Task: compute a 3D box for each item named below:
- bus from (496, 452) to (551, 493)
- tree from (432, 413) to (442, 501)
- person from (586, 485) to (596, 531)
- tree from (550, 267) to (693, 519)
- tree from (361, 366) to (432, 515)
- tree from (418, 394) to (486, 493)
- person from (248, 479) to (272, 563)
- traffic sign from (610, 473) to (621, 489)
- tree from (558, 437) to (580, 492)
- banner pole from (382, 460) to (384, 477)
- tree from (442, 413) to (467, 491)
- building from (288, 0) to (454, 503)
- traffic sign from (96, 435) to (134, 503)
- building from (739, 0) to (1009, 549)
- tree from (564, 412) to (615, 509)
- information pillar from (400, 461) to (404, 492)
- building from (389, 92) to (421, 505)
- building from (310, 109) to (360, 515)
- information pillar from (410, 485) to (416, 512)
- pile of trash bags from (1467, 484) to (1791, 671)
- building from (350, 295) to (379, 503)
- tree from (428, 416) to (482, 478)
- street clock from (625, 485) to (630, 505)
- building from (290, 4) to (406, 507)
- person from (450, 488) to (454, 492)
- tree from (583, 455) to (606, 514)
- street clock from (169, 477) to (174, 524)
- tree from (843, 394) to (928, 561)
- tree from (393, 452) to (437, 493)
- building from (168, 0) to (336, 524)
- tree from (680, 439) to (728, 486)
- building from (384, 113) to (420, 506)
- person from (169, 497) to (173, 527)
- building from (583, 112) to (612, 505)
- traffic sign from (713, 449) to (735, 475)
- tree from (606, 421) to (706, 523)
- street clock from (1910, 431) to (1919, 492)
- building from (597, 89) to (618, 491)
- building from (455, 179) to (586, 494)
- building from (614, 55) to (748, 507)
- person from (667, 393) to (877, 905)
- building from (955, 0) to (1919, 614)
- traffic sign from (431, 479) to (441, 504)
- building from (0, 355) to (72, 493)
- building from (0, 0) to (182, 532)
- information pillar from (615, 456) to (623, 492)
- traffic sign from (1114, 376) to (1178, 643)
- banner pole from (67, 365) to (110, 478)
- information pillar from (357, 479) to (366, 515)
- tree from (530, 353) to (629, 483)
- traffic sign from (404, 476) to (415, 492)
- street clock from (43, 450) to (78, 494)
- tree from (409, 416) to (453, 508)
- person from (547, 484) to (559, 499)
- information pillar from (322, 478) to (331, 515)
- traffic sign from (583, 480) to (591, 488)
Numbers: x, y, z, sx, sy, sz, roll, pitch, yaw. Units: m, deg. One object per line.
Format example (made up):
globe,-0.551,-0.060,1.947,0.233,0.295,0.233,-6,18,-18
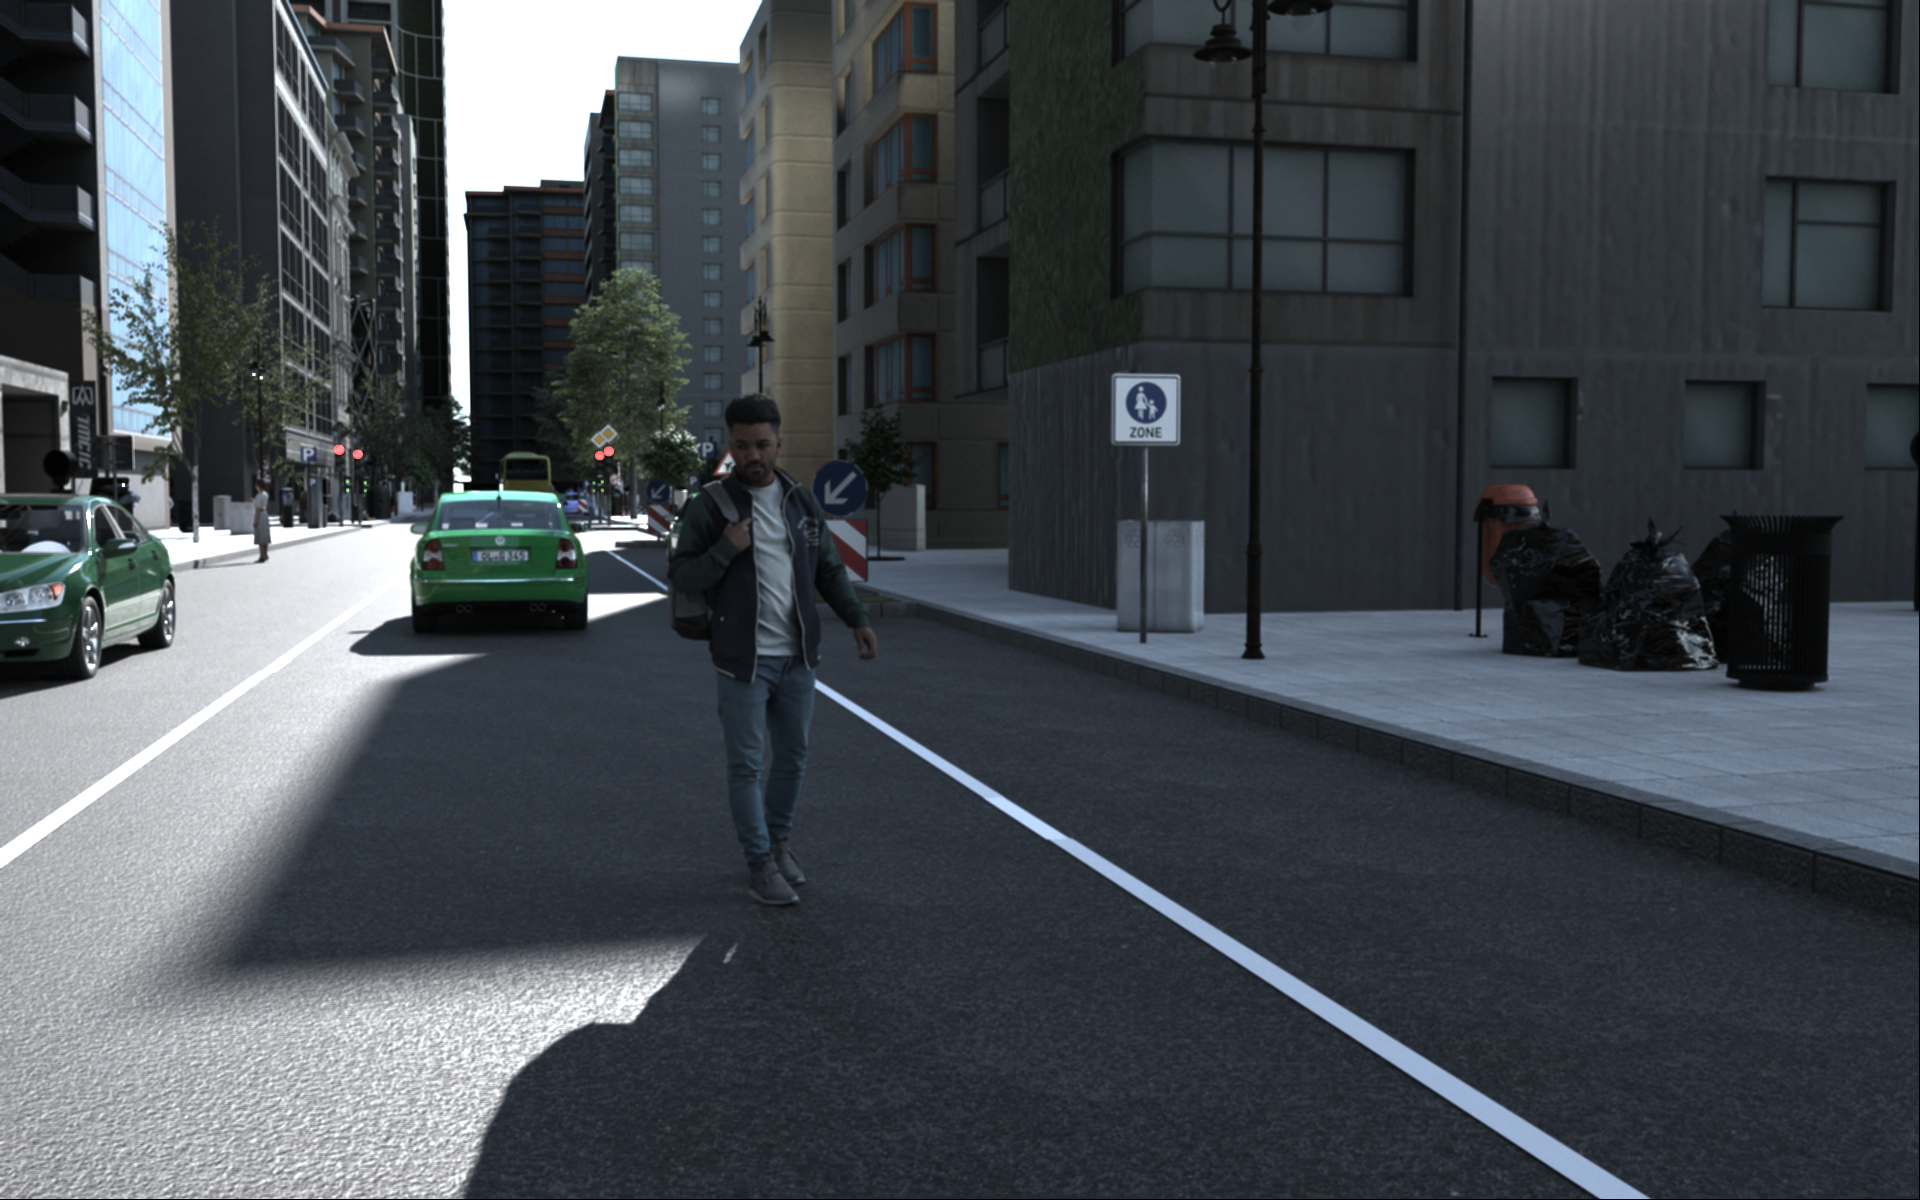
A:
bus,-25.451,-6.691,100.951,2.896,3.916,12.252,-1,4,-16
tree,-34.629,-9.535,106.264,4.360,8.622,3.978,0,3,0
person,-14.317,-3.567,67.091,0.793,1.790,0.793,-2,4,-32
tree,-16.810,-10.326,86.962,7.486,12.596,7.792,0,3,0
tree,-32.562,-9.016,97.778,4.360,8.622,3.978,0,3,0
tree,-57.581,-16.981,195.762,7.486,12.596,7.792,0,3,0
person,-14.738,-1.668,36.338,0.524,1.755,0.480,0,4,1
traffic sign,-20.910,-6.415,104.994,0.768,2.556,0.104,0,4,-7
tree,-41.442,-14.354,185.041,4.360,8.622,3.978,0,3,0
banner pole,-42.743,-8.460,128.343,0.401,3.779,0.863,-2,4,-29
tree,-46.523,-12.487,154.530,4.360,8.622,3.978,0,3,0
building,-80.677,-48.823,236.500,20.611,71.187,20.563,-1,4,-14
traffic sign,-14.727,-1.718,30.213,0.606,2.300,0.079,0,4,-8
building,8.423,-12.947,56.731,27.650,21.520,28.899,-1,4,-14
tree,-35.987,-13.076,164.152,4.737,8.622,4.395,0,3,0
information pillar,-38.292,-7.803,118.941,0.183,3.616,0.504,0,4,0
building,-74.920,-35.417,202.771,21.600,48.544,21.300,-1,4,-14
building,-45.649,-19.630,108.338,14.401,28.519,23.554,-1,4,-14
information pillar,-40.260,-7.523,127.494,0.304,2.012,0.304,2,4,34
pile of trash bags,5.221,-0.275,14.241,1.912,1.369,3.447,-1,4,-13
building,-52.044,-15.943,128.114,16.820,18.784,16.811,-1,4,-14
tree,-60.683,-16.677,207.082,7.601,10.594,8.767,0,4,-5
street clock,-25.874,-7.960,134.709,0.471,2.002,0.358,3,4,38
building,-62.869,-30.768,157.682,22.147,44.769,28.867,-1,4,-14
person,-28.858,-5.470,98.281,0.374,1.781,0.599,2,4,35
tree,-22.705,-7.841,111.920,4.285,4.588,4.351,0,3,0
street clock,-33.673,-4.235,73.809,0.358,2.002,0.471,-3,5,-41
tree,-1.455,-2.392,33.713,1.663,3.219,1.824,0,3,0
tree,-42.983,-9.357,136.702,4.285,4.588,4.351,0,3,0
building,-39.639,-17.852,85.390,14.314,27.812,24.014,-1,4,-14
tree,-8.580,-4.007,60.117,1.663,3.219,1.824,0,3,0
building,-64.101,-30.336,179.595,14.154,41.232,14.086,-1,4,-14
person,-31.036,-3.509,67.686,0.589,1.601,0.330,1,4,18
building,-34.678,-36.011,212.480,21.300,48.544,21.600,-1,4,-14
traffic sign,-6.600,-3.027,49.495,0.884,2.594,0.081,-1,4,-10
tree,-13.022,-5.788,78.348,4.285,4.588,4.351,0,3,0
street clock,10.302,-0.840,18.302,0.471,2.002,0.358,1,4,18
building,-27.703,-32.645,188.378,22.147,44.769,28.867,-1,4,-14
building,-56.175,-36.036,243.813,28.867,44.769,22.147,-1,4,-14
building,-26.005,-29.554,166.798,14.154,41.232,14.086,-1,4,-14
person,-0.703,0.166,6.140,0.623,1.781,0.721,-3,5,-43
building,7.034,-20.906,25.404,14.154,41.232,14.086,-1,4,-14
traffic sign,-44.675,-9.025,147.670,0.768,2.556,0.104,-1,4,-13
building,-26.772,-35.955,26.123,20.563,71.187,20.611,-1,4,-14
building,-33.371,-24.649,53.122,14.200,45.320,14.600,-1,4,-14
information pillar,-21.186,-7.105,107.518,0.504,3.616,0.183,2,4,24
traffic sign,1.577,-0.778,14.842,0.606,2.300,0.079,-1,4,-12
banner pole,-16.845,-2.671,33.685,0.863,3.779,0.401,-1,4,-18
information pillar,-29.773,-4.996,86.184,0.304,2.012,0.304,0,4,5
tree,-33.192,-15.093,153.429,9.857,13.997,8.962,0,3,0
traffic sign,-39.161,-7.532,123.259,0.768,2.556,0.104,0,4,-6
street clock,-14.797,-1.466,28.538,0.471,2.002,0.358,0,4,7
tree,-49.241,-12.933,161.814,4.737,8.622,4.395,0,3,0
person,-14.598,-3.254,61.882,0.537,1.800,0.526,0,4,6
information pillar,-28.797,-4.538,78.686,0.304,2.012,0.304,0,4,6
traffic sign,-31.815,-9.049,148.061,0.768,2.556,0.104,-1,4,-10
